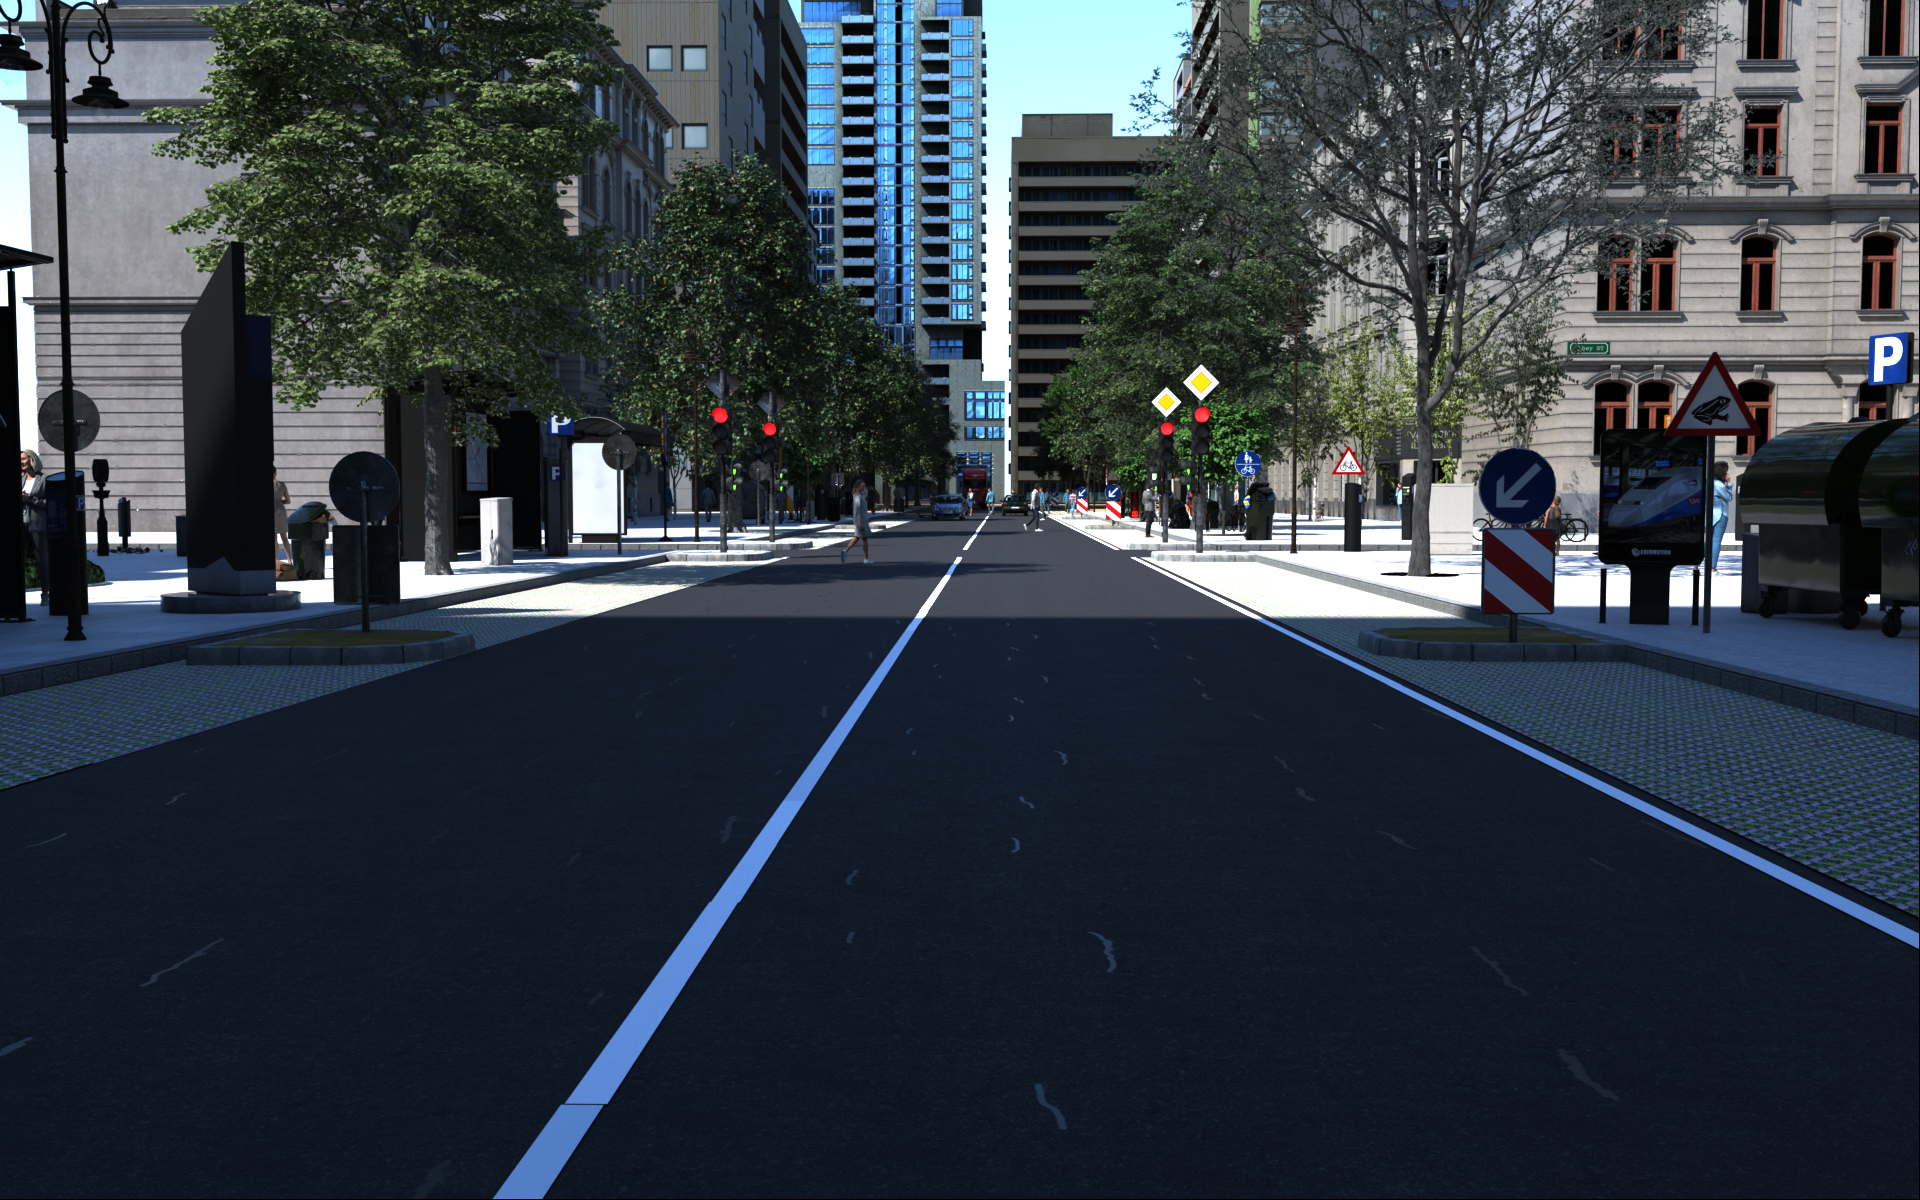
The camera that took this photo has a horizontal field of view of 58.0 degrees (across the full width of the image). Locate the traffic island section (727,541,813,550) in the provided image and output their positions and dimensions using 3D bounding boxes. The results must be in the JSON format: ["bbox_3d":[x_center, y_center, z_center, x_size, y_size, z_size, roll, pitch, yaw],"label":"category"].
[{"bbox_3d":[-5.003,-1.448,45.955,2.009,0.180,2.903,0,4,1],"label":"traffic island section"}]

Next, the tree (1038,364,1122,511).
[{"bbox_3d":[9.930,-12.814,135.272,9.928,11.665,9.643,0,3,0],"label":"tree"}]

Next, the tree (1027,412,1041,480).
[{"bbox_3d":[11.096,-15.406,168.892,9.611,12.733,9.660,0,3,0],"label":"tree"}]

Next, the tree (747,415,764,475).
[{"bbox_3d":[-12.565,-9.150,99.966,4.737,8.622,4.395,0,3,0],"label":"tree"}]

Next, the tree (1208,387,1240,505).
[{"bbox_3d":[17.545,-10.239,117.768,4.360,8.622,3.978,0,3,0],"label":"tree"}]

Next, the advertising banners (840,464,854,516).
[{"bbox_3d":[-6.563,-6.397,100.776,0.090,3.025,2.074,-2,4,-27],"label":"advertising banners"}]

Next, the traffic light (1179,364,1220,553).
[{"bbox_3d":[5.197,-2.977,37.596,0.839,4.253,0.868,0,4,1],"label":"traffic light"}]

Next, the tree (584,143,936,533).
[{"bbox_3d":[-7.536,-8.572,57.163,9.611,12.733,9.660,0,3,0],"label":"tree"}]

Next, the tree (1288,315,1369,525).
[{"bbox_3d":[16.595,-7.374,70.928,4.737,8.622,4.395,0,3,0],"label":"tree"}]

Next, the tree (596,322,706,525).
[{"bbox_3d":[-13.175,-7.388,71.153,4.360,8.622,3.978,0,3,0],"label":"tree"}]

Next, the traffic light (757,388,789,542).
[{"bbox_3d":[-4.963,-3.480,45.819,0.839,4.253,0.868,0,4,1],"label":"traffic light"}]

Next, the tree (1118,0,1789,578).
[{"bbox_3d":[7.316,-7.109,26.599,12.009,13.543,11.850,0,3,0],"label":"tree"}]

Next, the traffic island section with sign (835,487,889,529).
[{"bbox_3d":[-4.050,-3.806,70.850,1.989,1.847,2.006,0,4,1],"label":"traffic island section with sign"}]

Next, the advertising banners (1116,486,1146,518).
[{"bbox_3d":[9.241,-5.846,91.772,2.074,3.025,0.090,1,4,12],"label":"advertising banners"}]

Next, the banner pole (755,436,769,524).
[{"bbox_3d":[-8.533,-5.148,74.192,0.401,3.779,0.863,-3,5,-43],"label":"banner pole"}]

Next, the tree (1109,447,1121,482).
[{"bbox_3d":[9.228,-6.347,87.490,4.285,4.588,4.351,0,3,0],"label":"tree"}]

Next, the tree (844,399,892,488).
[{"bbox_3d":[-6.475,-10.002,113.887,4.360,8.622,3.978,0,3,0],"label":"tree"}]

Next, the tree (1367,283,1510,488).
[{"bbox_3d":[16.437,-6.617,58.548,4.737,8.622,4.395,0,3,0],"label":"tree"}]

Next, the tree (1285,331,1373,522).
[{"bbox_3d":[16.447,-7.872,79.064,4.360,8.622,3.978,0,3,0],"label":"tree"}]

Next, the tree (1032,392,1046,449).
[{"bbox_3d":[11.281,-15.362,157.820,9.857,13.997,8.962,0,3,0],"label":"tree"}]

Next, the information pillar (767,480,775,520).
[{"bbox_3d":[-9.253,-4.917,84.881,0.304,2.012,0.304,-3,5,-39],"label":"information pillar"}]

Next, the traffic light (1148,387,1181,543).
[{"bbox_3d":[5.396,-3.465,45.579,0.839,4.253,0.868,0,4,1],"label":"traffic light"}]

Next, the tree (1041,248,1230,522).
[{"bbox_3d":[8.800,-9.902,78.902,9.611,12.733,9.660,0,3,0],"label":"tree"}]

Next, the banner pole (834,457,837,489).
[{"bbox_3d":[-7.096,-6.645,98.656,0.401,3.779,0.863,0,4,6],"label":"banner pole"}]

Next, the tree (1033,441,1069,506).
[{"bbox_3d":[11.373,-15.337,185.165,8.767,10.594,7.601,2,4,33],"label":"tree"}]

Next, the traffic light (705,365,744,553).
[{"bbox_3d":[-5.161,-2.992,37.837,0.839,4.253,0.868,0,4,1],"label":"traffic light"}]

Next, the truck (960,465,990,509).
[{"bbox_3d":[1.494,-11.142,171.079,2.839,4.237,11.283,0,4,1],"label":"truck"}]

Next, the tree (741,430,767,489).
[{"bbox_3d":[-13.389,-9.789,110.413,4.360,8.622,3.978,0,3,0],"label":"tree"}]

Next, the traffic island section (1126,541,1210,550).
[{"bbox_3d":[5.435,-1.432,45.692,2.009,0.180,2.903,0,4,1],"label":"traffic island section"}]

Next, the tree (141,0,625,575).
[{"bbox_3d":[-8.555,-6.646,26.791,7.486,12.596,7.792,0,3,0],"label":"tree"}]

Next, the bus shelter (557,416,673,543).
[{"bbox_3d":[-9.430,-3.290,47.713,2.014,3.302,5.546,0,4,1],"label":"bus shelter"}]

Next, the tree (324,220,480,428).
[{"bbox_3d":[-15.314,-5.949,47.628,4.737,8.622,4.395,0,3,0],"label":"tree"}]

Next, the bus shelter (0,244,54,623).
[{"bbox_3d":[-9.935,-1.405,14.249,1.731,3.624,6.357,0,4,2],"label":"bus shelter"}]

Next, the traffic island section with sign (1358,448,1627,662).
[{"bbox_3d":[4.694,-0.429,15.637,1.989,1.847,2.006,0,4,1],"label":"traffic island section with sign"}]

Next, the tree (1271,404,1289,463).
[{"bbox_3d":[17.085,-8.262,85.447,4.737,8.622,4.395,0,3,0],"label":"tree"}]

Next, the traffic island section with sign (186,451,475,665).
[{"bbox_3d":[-5.433,-0.410,15.327,1.989,1.847,2.006,0,4,1],"label":"traffic island section with sign"}]

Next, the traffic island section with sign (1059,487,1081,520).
[{"bbox_3d":[6.725,-5.437,97.522,1.989,1.847,2.006,0,4,1],"label":"traffic island section with sign"}]

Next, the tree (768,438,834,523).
[{"bbox_3d":[-7.187,-5.750,77.723,4.285,4.588,4.351,0,3,0],"label":"tree"}]

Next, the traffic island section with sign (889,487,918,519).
[{"bbox_3d":[-3.386,-5.470,98.068,1.989,1.847,2.006,0,4,1],"label":"traffic island section with sign"}]

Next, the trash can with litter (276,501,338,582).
[{"bbox_3d":[-9.819,-0.878,25.743,0.624,1.170,1.055,1,4,22],"label":"trash can with litter"}]

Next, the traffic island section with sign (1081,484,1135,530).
[{"bbox_3d":[6.062,-3.771,70.282,1.989,1.847,2.006,0,4,1],"label":"traffic island section with sign"}]

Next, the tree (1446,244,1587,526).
[{"bbox_3d":[16.658,-6.195,51.654,4.360,8.622,3.978,0,3,0],"label":"tree"}]

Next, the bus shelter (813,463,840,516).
[{"bbox_3d":[-7.954,-6.855,103.354,1.731,3.624,6.357,0,4,1],"label":"bus shelter"}]

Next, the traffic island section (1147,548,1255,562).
[{"bbox_3d":[5.237,-0.944,37.709,2.009,0.180,2.903,0,4,1],"label":"traffic island section"}]

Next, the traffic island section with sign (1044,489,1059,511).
[{"bbox_3d":[8.015,-8.579,148.897,1.989,1.847,2.006,0,4,1],"label":"traffic island section with sign"}]

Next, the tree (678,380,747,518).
[{"bbox_3d":[-14.162,-8.690,92.449,4.737,8.622,4.395,0,3,0],"label":"tree"}]

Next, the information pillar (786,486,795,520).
[{"bbox_3d":[-8.408,-5.764,85.595,0.183,3.616,0.504,2,4,33],"label":"information pillar"}]

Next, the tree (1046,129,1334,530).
[{"bbox_3d":[8.706,-9.493,61.861,9.857,13.997,8.962,0,3,0],"label":"tree"}]

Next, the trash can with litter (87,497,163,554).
[{"bbox_3d":[-18.305,-1.636,37.803,1.678,1.210,2.233,-2,4,-32],"label":"trash can with litter"}]

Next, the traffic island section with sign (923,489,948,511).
[{"bbox_3d":[-2.135,-8.535,148.169,1.989,1.847,2.006,0,4,1],"label":"traffic island section with sign"}]

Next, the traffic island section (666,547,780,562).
[{"bbox_3d":[-5.201,-0.960,37.973,2.009,0.180,2.903,0,4,1],"label":"traffic island section"}]

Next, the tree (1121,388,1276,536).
[{"bbox_3d":[8.110,-4.263,53.422,4.285,4.588,4.351,0,3,0],"label":"tree"}]

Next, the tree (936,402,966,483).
[{"bbox_3d":[-5.463,-12.879,127.583,9.611,12.733,9.660,0,3,0],"label":"tree"}]

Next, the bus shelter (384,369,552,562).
[{"bbox_3d":[-9.949,-2.718,35.718,1.731,3.624,6.357,0,4,1],"label":"bus shelter"}]
